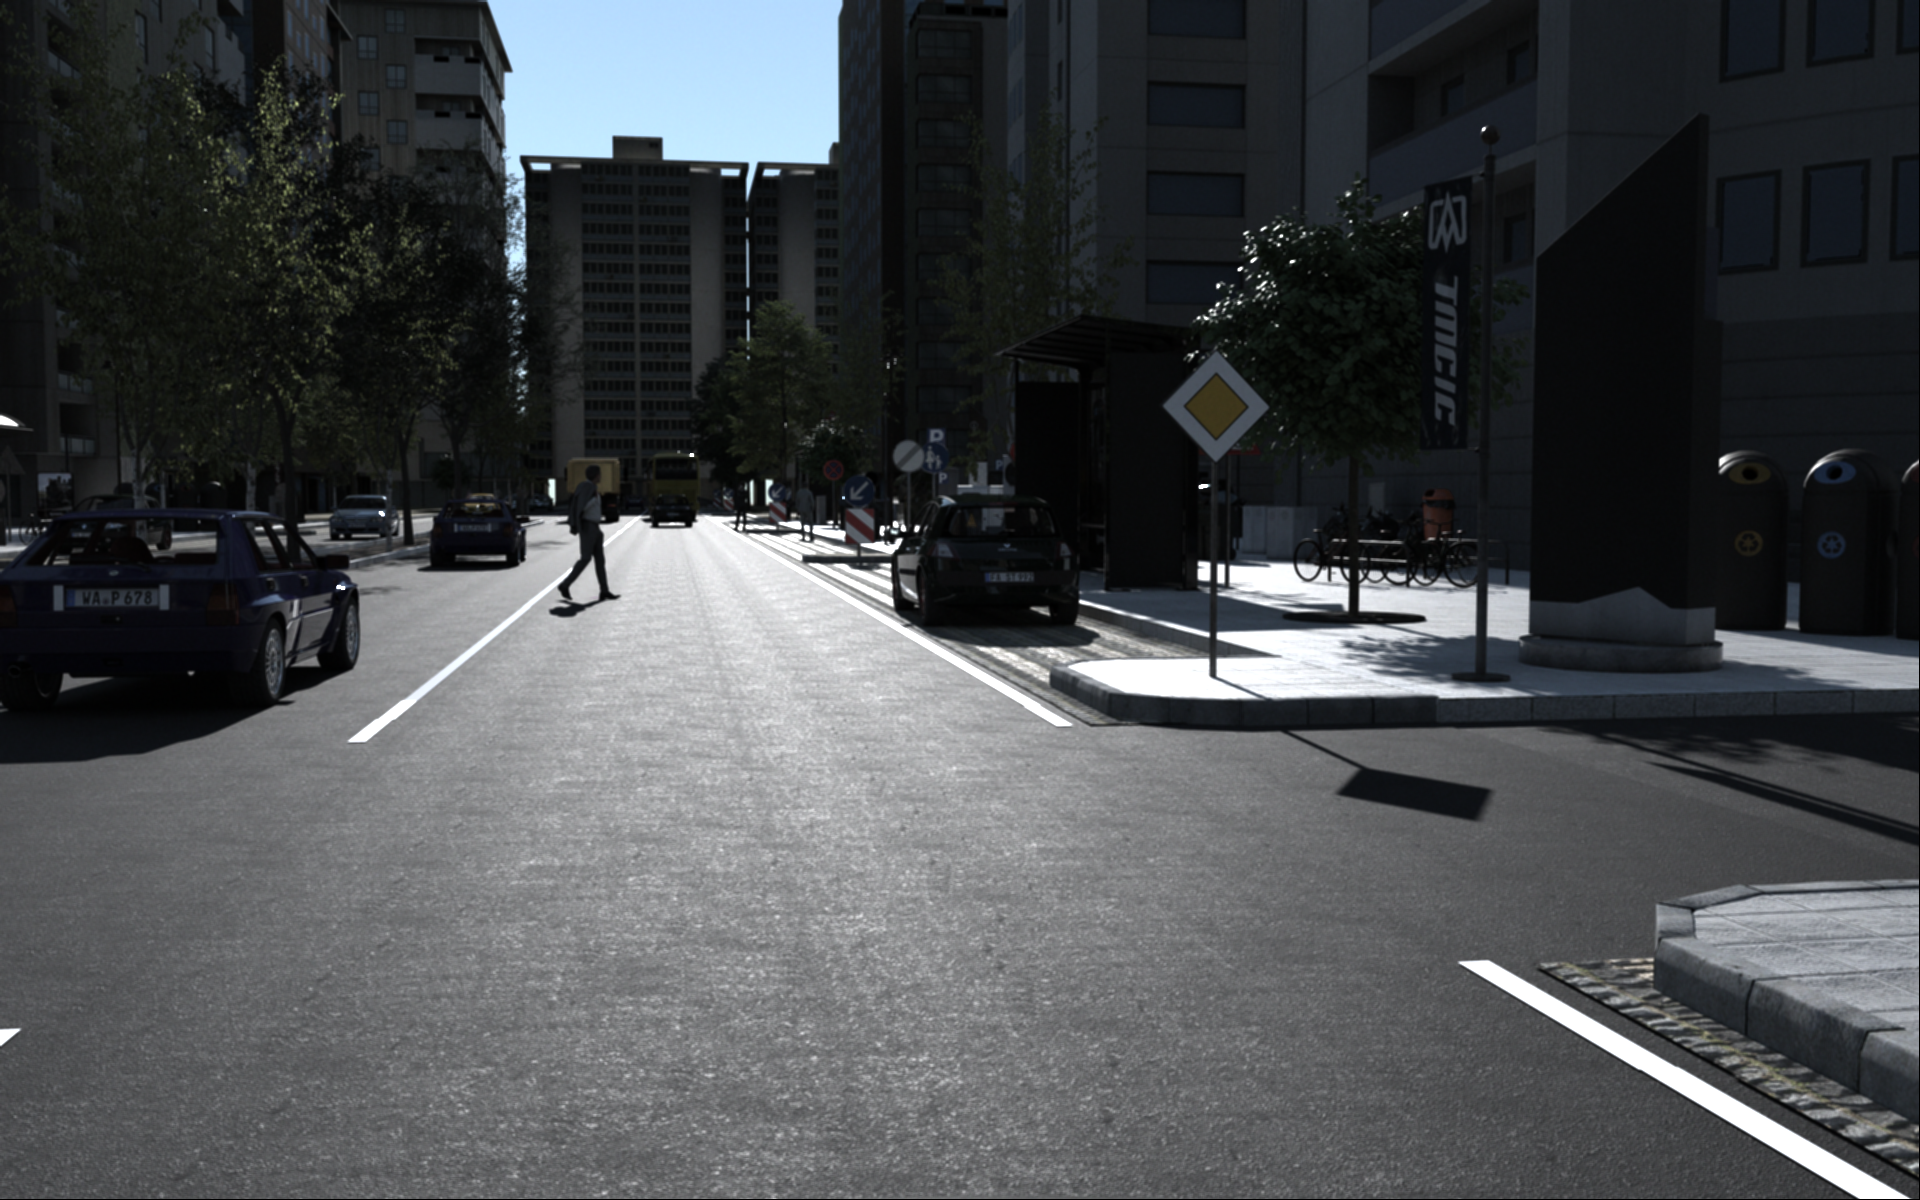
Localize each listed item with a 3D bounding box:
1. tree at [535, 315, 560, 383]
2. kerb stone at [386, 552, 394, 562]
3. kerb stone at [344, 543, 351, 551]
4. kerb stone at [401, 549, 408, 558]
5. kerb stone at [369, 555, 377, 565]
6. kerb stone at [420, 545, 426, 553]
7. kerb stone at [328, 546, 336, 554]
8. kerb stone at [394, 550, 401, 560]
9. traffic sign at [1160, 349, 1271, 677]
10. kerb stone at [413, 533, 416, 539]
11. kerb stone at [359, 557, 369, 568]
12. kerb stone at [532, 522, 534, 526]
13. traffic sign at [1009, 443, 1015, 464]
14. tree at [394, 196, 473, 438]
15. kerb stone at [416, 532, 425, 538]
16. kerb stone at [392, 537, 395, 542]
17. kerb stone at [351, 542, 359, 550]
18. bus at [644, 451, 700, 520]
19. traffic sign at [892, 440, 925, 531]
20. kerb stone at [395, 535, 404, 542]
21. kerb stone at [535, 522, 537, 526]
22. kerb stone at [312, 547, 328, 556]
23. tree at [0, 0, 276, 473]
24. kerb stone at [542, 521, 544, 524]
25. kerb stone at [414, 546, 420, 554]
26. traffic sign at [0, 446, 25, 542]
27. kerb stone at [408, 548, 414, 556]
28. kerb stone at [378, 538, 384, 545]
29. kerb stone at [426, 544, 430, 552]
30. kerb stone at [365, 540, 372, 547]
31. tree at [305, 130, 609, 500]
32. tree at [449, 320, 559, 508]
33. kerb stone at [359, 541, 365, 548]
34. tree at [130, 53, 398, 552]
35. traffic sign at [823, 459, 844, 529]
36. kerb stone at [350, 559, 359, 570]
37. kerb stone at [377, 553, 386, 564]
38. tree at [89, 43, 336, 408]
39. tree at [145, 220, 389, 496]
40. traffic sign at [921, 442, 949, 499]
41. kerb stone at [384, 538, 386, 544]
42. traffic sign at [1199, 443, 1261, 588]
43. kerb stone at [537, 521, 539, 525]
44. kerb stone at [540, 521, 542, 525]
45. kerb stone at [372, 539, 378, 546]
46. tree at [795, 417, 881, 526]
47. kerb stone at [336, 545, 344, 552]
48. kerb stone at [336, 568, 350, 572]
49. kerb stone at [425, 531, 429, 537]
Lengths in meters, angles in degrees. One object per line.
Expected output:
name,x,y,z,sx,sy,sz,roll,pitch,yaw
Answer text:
tree,-15.343,-6.806,48.147,8.767,10.594,7.601,-1,4,-10
kerb stone,-12.261,-0.899,36.890,0.120,0.150,1.000,-1,4,-10
kerb stone,-15.521,-1.303,43.550,0.120,0.150,1.000,-1,4,-10
kerb stone,-12.604,-1.022,38.908,0.120,0.150,1.000,-1,4,-10
kerb stone,-11.931,-0.773,34.863,0.120,0.150,1.000,-1,4,-10
kerb stone,-13.117,-1.207,41.948,0.120,0.150,1.000,-1,4,-10
kerb stone,-15.179,-1.180,41.533,0.120,0.150,1.000,-1,4,-10
kerb stone,-12.437,-0.960,37.899,0.120,0.150,1.000,-1,4,-10
traffic sign,1.771,-0.517,12.089,0.795,2.450,0.064,-1,4,-10
kerb stone,-17.395,-1.985,54.655,0.120,0.150,1.000,-1,4,-10
kerb stone,-11.746,-0.711,33.854,0.120,0.150,1.000,-1,4,-10
kerb stone,-18.750,-3.250,75.325,0.120,0.150,1.000,-1,4,-10
traffic sign,1.463,-2.319,38.016,0.768,2.556,0.104,0,4,-1
tree,-13.996,-5.472,42.279,4.360,8.622,3.978,0,3,0
kerb stone,-17.726,-2.109,56.685,0.120,0.150,1.000,-1,4,-10
kerb stone,-16.714,-1.737,50.613,0.120,0.150,1.000,-1,4,-10
kerb stone,-15.691,-1.368,44.560,0.120,0.150,1.000,-1,4,-10
bus,-16.527,-6.598,99.431,2.896,3.916,12.252,-1,4,-12
traffic sign,-1.215,-2.498,40.953,0.768,2.556,0.104,0,4,-1
kerb stone,-17.056,-1.854,52.630,0.120,0.150,1.000,-1,4,-10
kerb stone,-19.092,-3.373,77.341,0.120,0.150,1.000,-1,4,-10
kerb stone,-15.008,-1.121,40.525,0.120,0.150,1.000,-1,4,-10
tree,-11.325,-4.334,23.687,4.737,8.622,4.395,0,3,0
kerb stone,-19.776,-3.614,81.378,0.120,0.150,1.000,-1,4,-10
kerb stone,-12.952,-1.146,40.926,0.120,0.150,1.000,-1,4,-10
traffic sign,-25.595,-2.849,46.589,0.884,2.594,0.081,0,4,-4
kerb stone,-12.780,-1.084,39.915,0.120,0.150,1.000,-1,4,-10
kerb stone,-16.367,-1.615,48.595,0.120,0.150,1.000,-1,4,-10
kerb stone,-13.283,-1.262,42.958,0.120,0.150,1.000,-1,4,-10
kerb stone,-16.032,-1.491,46.576,0.120,0.150,1.000,-1,4,-10
tree,-16.947,-8.889,58.155,12.009,13.543,11.850,0,3,0
tree,-18.856,-7.323,72.544,4.737,8.622,4.395,0,3,0
kerb stone,-15.862,-1.430,45.568,0.120,0.150,1.000,-1,4,-10
tree,-11.906,-4.657,28.964,4.360,8.622,3.978,0,3,0
traffic sign,-4.652,-3.897,63.826,0.768,2.556,0.104,0,4,-2
kerb stone,-11.584,-0.647,32.832,0.120,0.150,1.000,-1,4,-10
kerb stone,-12.095,-0.836,35.879,0.120,0.150,1.000,-1,4,-10
tree,-13.405,-5.990,34.807,8.767,10.594,7.601,-1,4,-10
tree,-28.834,-9.265,69.612,7.486,12.596,7.792,0,3,0
traffic sign,-0.643,-2.582,42.322,0.768,2.556,0.104,0,4,-6
kerb stone,-16.544,-1.676,49.603,0.120,0.150,1.000,-1,4,-10
traffic sign,3.639,-1.439,23.533,0.884,2.594,0.081,0,4,-5
kerb stone,-19.263,-3.434,78.349,0.120,0.150,1.000,-1,4,-10
kerb stone,-19.601,-3.558,80.371,0.120,0.150,1.000,-1,4,-10
kerb stone,-16.209,-1.546,47.586,0.120,0.150,1.000,-1,4,-10
tree,-4.861,-5.235,69.311,4.285,4.588,4.351,0,3,0
kerb stone,-15.351,-1.244,42.541,0.120,0.150,1.000,-1,4,-10
kerb stone,-11.413,-0.588,31.821,0.120,0.150,1.000,-1,4,-10
kerb stone,-17.906,-2.171,57.704,0.120,0.150,1.000,-1,4,-10
